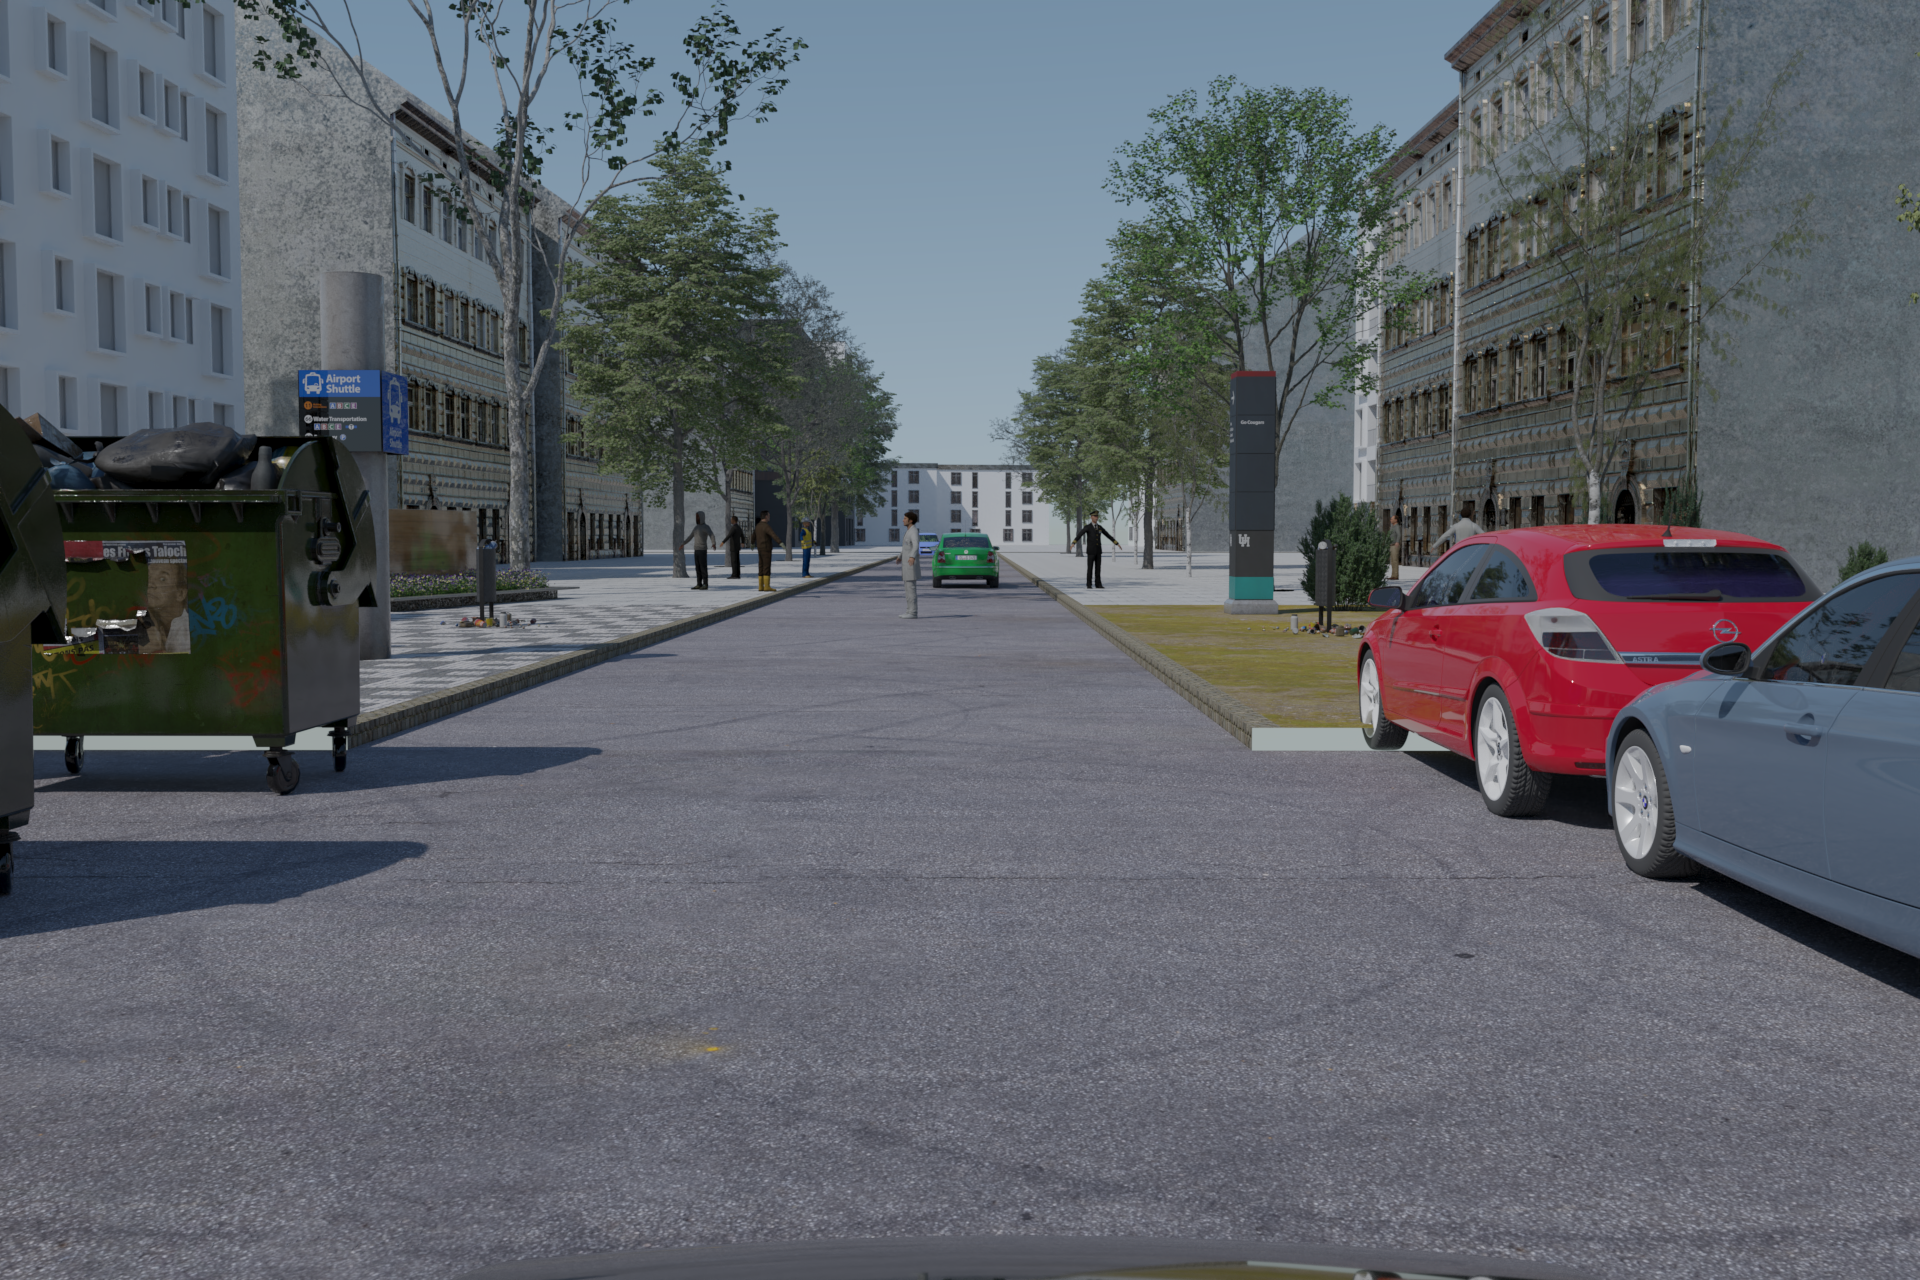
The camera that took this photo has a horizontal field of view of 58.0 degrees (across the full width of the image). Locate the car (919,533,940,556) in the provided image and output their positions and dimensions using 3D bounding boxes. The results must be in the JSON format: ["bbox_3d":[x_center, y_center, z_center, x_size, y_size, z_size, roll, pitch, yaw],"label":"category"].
[{"bbox_3d":[-1.966,-5.726,103.203,1.945,1.707,3.694,0,3,0],"label":"car"}]

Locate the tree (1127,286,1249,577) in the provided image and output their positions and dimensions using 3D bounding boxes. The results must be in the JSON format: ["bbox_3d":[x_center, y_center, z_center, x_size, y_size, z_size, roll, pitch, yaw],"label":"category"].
[{"bbox_3d":[6.821,-6.188,51.530,4.360,8.622,3.978,0,3,0],"label":"tree"}]

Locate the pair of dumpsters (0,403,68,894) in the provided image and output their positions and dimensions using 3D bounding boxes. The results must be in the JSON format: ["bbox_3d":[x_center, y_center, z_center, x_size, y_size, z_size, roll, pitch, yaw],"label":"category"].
[{"bbox_3d":[-5.809,-0.082,6.291,4.436,2.255,1.574,0,4,0],"label":"pair of dumpsters"}]

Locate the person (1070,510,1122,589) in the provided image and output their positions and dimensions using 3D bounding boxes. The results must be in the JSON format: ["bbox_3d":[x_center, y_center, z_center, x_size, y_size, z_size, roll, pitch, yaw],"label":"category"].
[{"bbox_3d":[3.162,-2.121,40.615,1.347,1.837,0.705,-1,4,-22],"label":"person"}]

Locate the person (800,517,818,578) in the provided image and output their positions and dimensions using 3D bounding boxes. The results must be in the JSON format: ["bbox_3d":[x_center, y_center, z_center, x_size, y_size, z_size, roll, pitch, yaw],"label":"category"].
[{"bbox_3d":[-4.406,-2.696,50.549,0.721,1.772,1.216,1,4,14],"label":"person"}]

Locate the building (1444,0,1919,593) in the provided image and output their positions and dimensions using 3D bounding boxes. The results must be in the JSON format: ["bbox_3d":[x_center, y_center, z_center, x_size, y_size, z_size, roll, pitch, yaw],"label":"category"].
[{"bbox_3d":[25.042,-13.150,45.927,19.493,23.208,18.063,0,4,0],"label":"building"}]

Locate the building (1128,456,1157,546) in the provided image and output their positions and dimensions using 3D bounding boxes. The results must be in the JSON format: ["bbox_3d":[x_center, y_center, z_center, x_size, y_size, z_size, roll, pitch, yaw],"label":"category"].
[{"bbox_3d":[23.242,-14.612,181.058,9.099,9.664,28.070,0,4,1],"label":"building"}]

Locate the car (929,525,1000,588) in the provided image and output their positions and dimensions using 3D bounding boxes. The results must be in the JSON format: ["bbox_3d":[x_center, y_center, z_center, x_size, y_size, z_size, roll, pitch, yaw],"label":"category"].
[{"bbox_3d":[0.132,-2.363,47.427,1.959,1.807,4.718,0,4,-1],"label":"car"}]

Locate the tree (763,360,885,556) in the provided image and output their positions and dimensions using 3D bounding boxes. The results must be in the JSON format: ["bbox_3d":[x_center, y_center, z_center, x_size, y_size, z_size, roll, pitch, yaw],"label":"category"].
[{"bbox_3d":[-8.197,-10.849,103.134,9.928,11.665,9.643,0,3,0],"label":"tree"}]

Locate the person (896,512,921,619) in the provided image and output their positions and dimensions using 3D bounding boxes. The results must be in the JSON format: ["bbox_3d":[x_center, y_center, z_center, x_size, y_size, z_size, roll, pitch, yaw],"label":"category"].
[{"bbox_3d":[-0.869,-1.271,29.419,0.705,1.806,1.347,-1,4,-11],"label":"person"}]

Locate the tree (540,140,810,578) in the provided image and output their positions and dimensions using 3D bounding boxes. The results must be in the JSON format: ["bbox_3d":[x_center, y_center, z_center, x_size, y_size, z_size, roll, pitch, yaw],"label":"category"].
[{"bbox_3d":[-8.157,-8.065,49.988,7.486,12.596,7.792,0,3,0],"label":"tree"}]

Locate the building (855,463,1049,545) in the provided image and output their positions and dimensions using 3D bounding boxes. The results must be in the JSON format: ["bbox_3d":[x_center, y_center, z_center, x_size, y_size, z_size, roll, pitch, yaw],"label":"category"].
[{"bbox_3d":[-3.236,-15.960,205.546,28.070,9.664,9.099,0,4,-7],"label":"building"}]

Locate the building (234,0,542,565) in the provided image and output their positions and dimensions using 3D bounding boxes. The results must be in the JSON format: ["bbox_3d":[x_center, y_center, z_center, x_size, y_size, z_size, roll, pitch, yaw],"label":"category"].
[{"bbox_3d":[-28.704,-14.578,69.277,19.493,23.208,18.063,0,4,1],"label":"building"}]

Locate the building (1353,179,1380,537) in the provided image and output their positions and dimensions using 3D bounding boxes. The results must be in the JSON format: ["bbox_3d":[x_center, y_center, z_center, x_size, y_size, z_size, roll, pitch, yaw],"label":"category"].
[{"bbox_3d":[26.127,-14.342,90.909,16.016,20.090,11.380,0,4,0],"label":"building"}]

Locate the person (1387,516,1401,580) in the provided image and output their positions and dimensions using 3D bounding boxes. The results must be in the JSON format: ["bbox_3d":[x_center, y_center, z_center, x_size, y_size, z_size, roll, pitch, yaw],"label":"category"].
[{"bbox_3d":[12.109,-2.574,48.352,0.705,1.796,1.348,0,4,0],"label":"person"}]

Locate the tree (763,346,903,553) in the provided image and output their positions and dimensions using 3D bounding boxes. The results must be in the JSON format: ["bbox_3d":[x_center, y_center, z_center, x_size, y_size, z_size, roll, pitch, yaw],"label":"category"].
[{"bbox_3d":[-8.594,-12.863,116.969,9.857,13.997,8.962,0,3,0],"label":"tree"}]

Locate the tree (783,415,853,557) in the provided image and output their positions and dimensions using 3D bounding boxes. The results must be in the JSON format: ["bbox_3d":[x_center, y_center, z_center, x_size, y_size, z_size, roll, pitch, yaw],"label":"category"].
[{"bbox_3d":[-7.948,-8.853,95.108,4.737,8.622,4.395,0,3,0],"label":"tree"}]

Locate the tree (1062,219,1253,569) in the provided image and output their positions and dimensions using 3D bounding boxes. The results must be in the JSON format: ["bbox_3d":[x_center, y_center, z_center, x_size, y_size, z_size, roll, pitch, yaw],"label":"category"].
[{"bbox_3d":[7.153,-8.863,63.030,7.486,12.596,7.792,0,3,0],"label":"tree"}]

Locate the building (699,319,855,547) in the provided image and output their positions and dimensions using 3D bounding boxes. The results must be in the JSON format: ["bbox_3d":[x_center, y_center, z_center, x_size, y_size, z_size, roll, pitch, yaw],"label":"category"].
[{"bbox_3d":[-26.093,-20.620,181.111,27.936,21.610,32.646,0,4,1],"label":"building"}]

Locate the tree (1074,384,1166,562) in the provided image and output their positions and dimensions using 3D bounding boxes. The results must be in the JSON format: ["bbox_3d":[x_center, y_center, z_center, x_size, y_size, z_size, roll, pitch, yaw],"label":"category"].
[{"bbox_3d":[6.907,-7.921,79.872,4.360,8.622,3.978,0,3,0],"label":"tree"}]

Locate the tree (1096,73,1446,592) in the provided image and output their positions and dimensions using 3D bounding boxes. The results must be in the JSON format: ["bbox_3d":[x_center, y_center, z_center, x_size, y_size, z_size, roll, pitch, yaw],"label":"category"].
[{"bbox_3d":[6.887,-6.901,38.591,9.928,11.665,9.643,0,3,0],"label":"tree"}]

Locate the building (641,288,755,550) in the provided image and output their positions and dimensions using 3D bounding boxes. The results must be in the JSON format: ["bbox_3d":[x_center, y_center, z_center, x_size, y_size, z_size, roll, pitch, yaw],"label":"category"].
[{"bbox_3d":[-28.002,-19.414,148.350,19.493,23.208,18.063,0,4,0],"label":"building"}]

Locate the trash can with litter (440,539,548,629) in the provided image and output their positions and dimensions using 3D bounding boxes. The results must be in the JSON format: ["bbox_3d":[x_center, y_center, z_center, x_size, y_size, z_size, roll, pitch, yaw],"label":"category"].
[{"bbox_3d":[-6.493,-0.822,24.504,1.678,1.210,2.233,0,4,-1],"label":"trash can with litter"}]

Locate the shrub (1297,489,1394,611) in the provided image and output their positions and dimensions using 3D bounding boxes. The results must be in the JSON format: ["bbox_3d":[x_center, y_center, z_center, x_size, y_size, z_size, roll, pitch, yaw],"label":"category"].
[{"bbox_3d":[6.422,-1.499,28.920,1.690,2.028,1.600,0,3,0],"label":"shrub"}]

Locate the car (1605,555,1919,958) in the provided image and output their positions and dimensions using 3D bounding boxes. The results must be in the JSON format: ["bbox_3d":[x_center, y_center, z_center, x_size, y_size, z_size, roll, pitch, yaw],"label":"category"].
[{"bbox_3d":[3.671,0.383,5.748,2.014,1.417,4.499,0,4,1],"label":"car"}]

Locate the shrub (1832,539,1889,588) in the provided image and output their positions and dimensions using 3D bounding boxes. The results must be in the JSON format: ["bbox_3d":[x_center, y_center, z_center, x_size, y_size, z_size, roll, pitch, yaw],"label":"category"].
[{"bbox_3d":[13.672,-0.918,26.121,1.383,1.207,1.383,0,3,0],"label":"shrub"}]

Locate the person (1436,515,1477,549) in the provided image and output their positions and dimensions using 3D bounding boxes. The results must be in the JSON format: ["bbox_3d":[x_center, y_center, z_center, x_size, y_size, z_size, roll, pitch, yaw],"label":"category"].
[{"bbox_3d":[12.571,-2.273,43.294,1.347,1.817,0.704,2,4,27],"label":"person"}]

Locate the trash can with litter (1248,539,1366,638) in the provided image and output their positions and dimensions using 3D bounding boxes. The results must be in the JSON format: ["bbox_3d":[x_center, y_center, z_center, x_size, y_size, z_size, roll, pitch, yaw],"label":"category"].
[{"bbox_3d":[4.686,-0.688,22.309,1.678,1.210,2.233,0,4,0],"label":"trash can with litter"}]

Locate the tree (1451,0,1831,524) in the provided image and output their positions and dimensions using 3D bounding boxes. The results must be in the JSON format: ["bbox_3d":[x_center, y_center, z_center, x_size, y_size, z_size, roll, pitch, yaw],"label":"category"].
[{"bbox_3d":[7.512,-4.322,21.021,4.360,8.622,3.978,0,3,0],"label":"tree"}]

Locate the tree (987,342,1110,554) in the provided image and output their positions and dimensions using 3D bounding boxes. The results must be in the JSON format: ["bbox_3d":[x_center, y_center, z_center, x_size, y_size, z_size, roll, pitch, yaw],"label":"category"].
[{"bbox_3d":[6.932,-12.328,111.934,12.009,13.543,11.850,0,3,0],"label":"tree"}]

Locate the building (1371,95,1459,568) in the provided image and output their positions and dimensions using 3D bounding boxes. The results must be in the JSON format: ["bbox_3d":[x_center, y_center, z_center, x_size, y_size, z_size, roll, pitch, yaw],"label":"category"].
[{"bbox_3d":[26.913,-14.261,64.096,19.493,23.208,18.063,0,4,0],"label":"building"}]

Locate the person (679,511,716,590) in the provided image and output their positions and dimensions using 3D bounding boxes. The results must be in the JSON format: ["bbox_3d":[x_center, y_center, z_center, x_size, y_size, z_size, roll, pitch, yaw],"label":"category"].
[{"bbox_3d":[-5.965,-2.054,39.714,0.705,1.813,1.348,-3,5,-45],"label":"person"}]

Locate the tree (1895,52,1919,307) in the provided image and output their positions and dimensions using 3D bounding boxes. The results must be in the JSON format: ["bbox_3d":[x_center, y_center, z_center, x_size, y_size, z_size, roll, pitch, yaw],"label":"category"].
[{"bbox_3d":[14.848,-4.473,23.504,4.737,8.622,4.395,0,3,0],"label":"tree"}]

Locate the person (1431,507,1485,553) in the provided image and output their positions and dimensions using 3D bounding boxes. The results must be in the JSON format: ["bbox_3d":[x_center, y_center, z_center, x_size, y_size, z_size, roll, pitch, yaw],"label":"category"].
[{"bbox_3d":[9.988,-1.715,34.226,1.347,1.806,0.705,1,4,21],"label":"person"}]

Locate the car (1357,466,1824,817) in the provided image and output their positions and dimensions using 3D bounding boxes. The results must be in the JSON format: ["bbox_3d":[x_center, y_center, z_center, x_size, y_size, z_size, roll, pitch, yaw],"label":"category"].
[{"bbox_3d":[3.603,-0.074,10.251,2.155,1.783,4.494,0,4,0],"label":"car"}]

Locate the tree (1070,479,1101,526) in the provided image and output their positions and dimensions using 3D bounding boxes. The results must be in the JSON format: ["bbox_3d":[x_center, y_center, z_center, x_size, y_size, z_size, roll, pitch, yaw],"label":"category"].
[{"bbox_3d":[14.749,-15.385,201.902,4.737,8.622,4.395,0,3,0],"label":"tree"}]

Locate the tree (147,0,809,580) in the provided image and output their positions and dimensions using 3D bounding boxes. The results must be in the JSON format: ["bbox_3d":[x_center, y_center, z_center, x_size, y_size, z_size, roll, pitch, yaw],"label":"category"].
[{"bbox_3d":[-9.420,-10.876,33.713,12.611,20.169,13.585,0,3,0],"label":"tree"}]

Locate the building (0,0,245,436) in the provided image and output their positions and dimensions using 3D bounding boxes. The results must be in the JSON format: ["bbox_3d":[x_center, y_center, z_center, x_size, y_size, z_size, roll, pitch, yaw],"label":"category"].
[{"bbox_3d":[-26.476,-11.143,38.602,16.016,20.090,11.380,0,4,0],"label":"building"}]

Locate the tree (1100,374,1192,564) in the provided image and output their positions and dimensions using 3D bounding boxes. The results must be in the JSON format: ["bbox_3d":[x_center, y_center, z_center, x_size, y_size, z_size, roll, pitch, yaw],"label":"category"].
[{"bbox_3d":[7.376,-7.508,73.116,4.360,8.622,3.978,0,3,0],"label":"tree"}]

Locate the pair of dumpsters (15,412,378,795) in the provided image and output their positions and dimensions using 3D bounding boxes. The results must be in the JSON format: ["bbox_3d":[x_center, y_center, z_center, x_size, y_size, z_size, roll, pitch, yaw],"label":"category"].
[{"bbox_3d":[-5.753,-0.301,9.877,4.436,2.255,1.574,0,4,1],"label":"pair of dumpsters"}]

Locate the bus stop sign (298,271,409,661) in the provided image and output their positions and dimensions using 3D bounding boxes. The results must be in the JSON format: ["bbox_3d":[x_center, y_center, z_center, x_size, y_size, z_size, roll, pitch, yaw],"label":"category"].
[{"bbox_3d":[-6.186,-1.756,17.730,0.837,3.901,0.837,0,3,0],"label":"bus stop sign"}]

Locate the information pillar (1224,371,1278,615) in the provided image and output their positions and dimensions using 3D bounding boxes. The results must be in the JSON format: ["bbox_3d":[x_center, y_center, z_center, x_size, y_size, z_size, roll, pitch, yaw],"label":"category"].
[{"bbox_3d":[4.690,-2.352,27.826,0.750,3.857,0.750,0,4,0],"label":"information pillar"}]

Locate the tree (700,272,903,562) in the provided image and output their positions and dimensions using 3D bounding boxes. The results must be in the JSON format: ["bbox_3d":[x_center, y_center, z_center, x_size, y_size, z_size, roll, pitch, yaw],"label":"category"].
[{"bbox_3d":[-7.907,-10.434,80.965,12.009,13.543,11.850,0,3,0],"label":"tree"}]

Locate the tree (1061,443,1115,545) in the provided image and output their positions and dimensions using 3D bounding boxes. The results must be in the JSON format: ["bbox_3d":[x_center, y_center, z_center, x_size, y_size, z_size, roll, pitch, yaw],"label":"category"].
[{"bbox_3d":[15.418,-17.809,209.299,7.486,12.596,7.792,0,3,0],"label":"tree"}]

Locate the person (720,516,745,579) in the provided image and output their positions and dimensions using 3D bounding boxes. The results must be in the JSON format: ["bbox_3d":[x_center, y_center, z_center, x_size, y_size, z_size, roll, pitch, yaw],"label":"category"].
[{"bbox_3d":[-6.446,-2.643,49.445,0.704,1.802,1.346,1,4,21],"label":"person"}]

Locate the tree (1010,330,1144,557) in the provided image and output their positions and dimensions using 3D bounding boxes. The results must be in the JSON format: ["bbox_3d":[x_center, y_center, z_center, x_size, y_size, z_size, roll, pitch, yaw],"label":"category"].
[{"bbox_3d":[6.686,-10.870,95.856,7.486,12.596,7.792,0,3,0],"label":"tree"}]

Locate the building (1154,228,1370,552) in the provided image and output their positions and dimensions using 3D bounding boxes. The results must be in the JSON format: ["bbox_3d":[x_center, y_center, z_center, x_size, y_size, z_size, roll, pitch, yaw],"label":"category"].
[{"bbox_3d":[25.441,-18.527,133.840,19.493,23.208,18.063,0,3,0],"label":"building"}]

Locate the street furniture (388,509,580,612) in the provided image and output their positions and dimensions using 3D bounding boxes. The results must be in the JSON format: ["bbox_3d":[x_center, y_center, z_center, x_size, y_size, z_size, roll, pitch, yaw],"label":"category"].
[{"bbox_3d":[-10.622,-1.558,32.331,9.812,1.723,11.010,1,4,14],"label":"street furniture"}]

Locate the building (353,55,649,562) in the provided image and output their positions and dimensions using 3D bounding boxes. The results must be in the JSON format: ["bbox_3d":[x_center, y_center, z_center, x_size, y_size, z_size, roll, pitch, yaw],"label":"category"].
[{"bbox_3d":[-27.460,-15.788,89.057,19.493,23.208,18.063,0,4,1],"label":"building"}]

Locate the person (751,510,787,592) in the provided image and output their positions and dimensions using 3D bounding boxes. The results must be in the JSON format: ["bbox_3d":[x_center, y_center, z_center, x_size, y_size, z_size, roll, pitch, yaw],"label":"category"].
[{"bbox_3d":[-4.321,-1.985,38.599,0.704,1.812,1.346,-3,5,-40],"label":"person"}]

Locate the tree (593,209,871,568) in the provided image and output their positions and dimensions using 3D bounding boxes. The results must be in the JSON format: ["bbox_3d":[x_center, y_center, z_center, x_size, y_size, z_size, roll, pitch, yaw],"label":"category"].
[{"bbox_3d":[-9.004,-9.545,66.430,12.009,13.543,11.850,0,3,0],"label":"tree"}]
